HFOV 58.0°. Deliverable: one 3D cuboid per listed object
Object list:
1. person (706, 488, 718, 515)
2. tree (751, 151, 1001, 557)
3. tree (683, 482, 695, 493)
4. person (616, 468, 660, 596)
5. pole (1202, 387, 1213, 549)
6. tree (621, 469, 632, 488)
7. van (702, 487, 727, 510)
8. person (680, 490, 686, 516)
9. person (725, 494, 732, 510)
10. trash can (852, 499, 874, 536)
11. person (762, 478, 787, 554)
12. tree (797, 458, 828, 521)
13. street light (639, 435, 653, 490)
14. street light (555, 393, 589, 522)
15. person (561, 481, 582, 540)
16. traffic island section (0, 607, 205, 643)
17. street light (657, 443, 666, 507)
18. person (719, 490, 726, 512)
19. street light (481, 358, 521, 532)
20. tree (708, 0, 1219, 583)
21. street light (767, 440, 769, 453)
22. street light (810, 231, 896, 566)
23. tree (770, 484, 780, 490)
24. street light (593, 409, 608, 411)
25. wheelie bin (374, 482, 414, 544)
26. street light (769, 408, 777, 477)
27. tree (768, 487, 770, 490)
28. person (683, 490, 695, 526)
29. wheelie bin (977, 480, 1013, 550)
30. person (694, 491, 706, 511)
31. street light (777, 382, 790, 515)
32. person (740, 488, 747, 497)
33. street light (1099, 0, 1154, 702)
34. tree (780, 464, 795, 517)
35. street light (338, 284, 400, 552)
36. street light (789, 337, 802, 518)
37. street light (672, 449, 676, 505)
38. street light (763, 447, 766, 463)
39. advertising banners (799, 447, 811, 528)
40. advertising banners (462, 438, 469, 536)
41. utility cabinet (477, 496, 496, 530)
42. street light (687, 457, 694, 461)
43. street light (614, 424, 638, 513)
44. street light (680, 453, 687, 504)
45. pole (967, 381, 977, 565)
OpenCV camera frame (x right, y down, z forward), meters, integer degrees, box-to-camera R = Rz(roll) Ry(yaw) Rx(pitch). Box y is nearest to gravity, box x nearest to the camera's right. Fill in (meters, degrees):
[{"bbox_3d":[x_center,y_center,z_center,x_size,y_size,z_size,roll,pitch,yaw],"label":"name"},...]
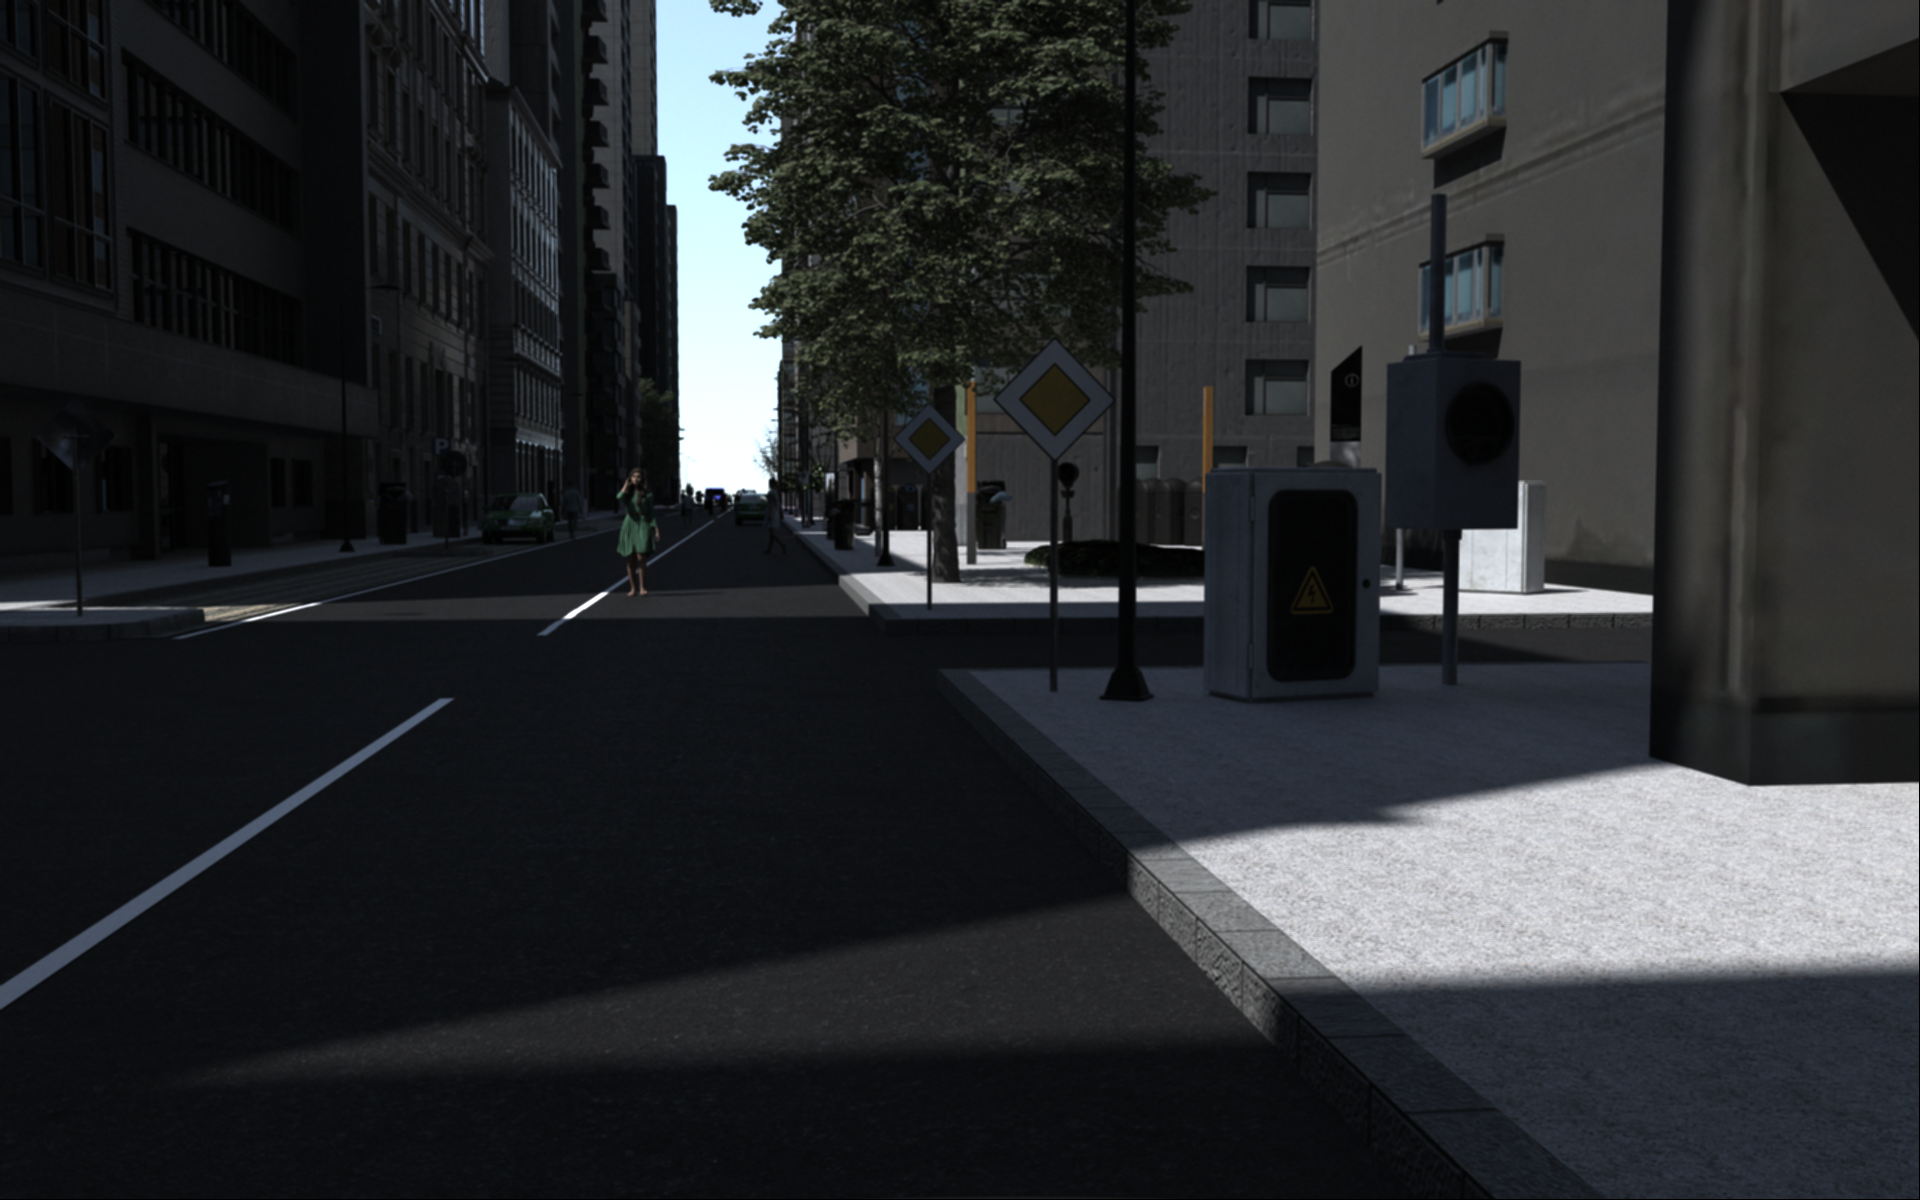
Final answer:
[{"bbox_3d":[-17.379,-6.879,120.975,1.348,1.823,0.705,3,5,44],"label":"person"},{"bbox_3d":[-1.496,-5.190,35.217,4.360,8.622,3.978,0,3,0],"label":"tree"},{"bbox_3d":[-39.360,-15.678,250.934,1.663,3.219,1.824,0,3,0],"label":"tree"},{"bbox_3d":[-4.523,-0.952,24.309,0.600,1.795,0.529,-1,4,-15],"label":"person"},{"bbox_3d":[4.713,-2.392,32.954,0.158,3.312,0.155,0,3,0],"label":"pole"},{"bbox_3d":[-24.869,-8.335,130.879,1.663,3.219,1.824,0,3,0],"label":"tree"},{"bbox_3d":[-22.429,-9.440,158.727,2.240,2.365,5.245,0,4,-5],"label":"van"},{"bbox_3d":[-17.711,-6.275,111.907,0.742,1.727,0.445,0,4,7],"label":"person"},{"bbox_3d":[-20.741,-8.685,153.763,1.065,1.426,0.557,0,4,1],"label":"person"},{"bbox_3d":[-2.993,-2.555,53.433,0.748,1.137,0.748,0,3,0],"label":"trash can"},{"bbox_3d":[-4.400,-2.001,41.316,0.778,1.811,0.616,2,4,35],"label":"person"},{"bbox_3d":[-6.881,-5.437,83.489,1.663,3.219,1.824,0,3,0],"label":"tree"},{"bbox_3d":[-24.701,-9.962,135.412,1.470,5.913,1.316,0,4,-7],"label":"street light"},{"bbox_3d":[-18.010,-6.556,79.737,1.470,5.913,1.316,0,4,-7],"label":"street light"},{"bbox_3d":[-12.326,-2.840,54.796,0.638,1.841,0.748,0,4,7],"label":"person"},{"bbox_3d":[-9.247,0.252,18.157,2.009,0.180,2.903,0,4,-7],"label":"traffic island section"},{"bbox_3d":[-27.223,-11.220,155.982,1.470,5.913,1.316,0,4,-7],"label":"street light"},{"bbox_3d":[-18.690,-7.785,136.344,0.434,1.755,0.990,-2,4,-35],"label":"person"},{"bbox_3d":[-15.622,-5.289,59.017,1.470,5.913,1.316,0,4,-7],"label":"street light"},{"bbox_3d":[0.061,-6.499,24.392,7.486,12.596,7.792,0,3,0],"label":"tree"},{"bbox_3d":[-11.084,-8.272,107.792,1.470,5.913,1.316,0,4,-7],"label":"street light"},{"bbox_3d":[-1.862,-3.558,30.723,1.470,5.913,1.316,0,4,-7],"label":"street light"},{"bbox_3d":[-14.756,-9.307,146.764,1.663,3.219,1.824,0,3,0],"label":"tree"},{"bbox_3d":[-19.858,-7.444,94.247,1.470,5.913,1.316,0,4,-7],"label":"street light"},{"bbox_3d":[-14.450,-2.224,44.270,0.980,1.594,0.693,-2,4,-27],"label":"wheelie bin"},{"bbox_3d":[-9.426,-7.410,93.696,1.470,5.913,1.316,0,4,-7],"label":"street light"},{"bbox_3d":[-21.642,-12.662,201.617,1.663,3.219,1.824,0,3,0],"label":"tree"},{"bbox_3d":[-12.000,-4.059,76.679,0.589,1.601,0.330,1,4,12],"label":"person"},{"bbox_3d":[0.741,-1.971,40.138,0.980,1.594,0.693,1,4,13],"label":"wheelie bin"},{"bbox_3d":[-22.150,-8.465,147.610,1.217,1.736,0.721,-1,4,-13],"label":"person"},{"bbox_3d":[-6.723,-6.076,71.885,1.470,5.913,1.316,0,4,-7],"label":"street light"},{"bbox_3d":[-15.902,-7.236,126.680,0.599,1.838,0.709,1,4,15],"label":"person"},{"bbox_3d":[0.510,-2.330,10.639,1.470,5.913,1.316,0,4,-7],"label":"street light"},{"bbox_3d":[-8.938,-6.169,95.468,1.663,3.219,1.824,0,3,0],"label":"tree"},{"bbox_3d":[-13.093,-4.028,38.393,1.470,5.913,1.316,0,4,-7],"label":"street light"},{"bbox_3d":[-4.223,-4.818,51.312,1.470,5.913,1.316,0,4,-7],"label":"street light"},{"bbox_3d":[-29.575,-12.464,176.326,1.470,5.913,1.316,0,4,-7],"label":"street light"},{"bbox_3d":[-15.986,-10.790,148.949,1.470,5.913,1.316,0,4,-7],"label":"street light"},{"bbox_3d":[-5.844,-4.211,65.043,0.090,3.025,2.074,0,4,7],"label":"advertising banners"},{"bbox_3d":[-15.269,-3.508,53.551,0.090,3.025,2.074,-1,4,-12],"label":"advertising banners"},{"bbox_3d":[-16.898,-3.142,62.531,1.020,1.237,0.306,0,4,5],"label":"utility cabinet"},{"bbox_3d":[-34.540,-14.994,217.685,1.470,5.913,1.316,0,4,-7],"label":"street light"},{"bbox_3d":[-22.290,-8.703,114.828,1.470,5.913,1.316,0,4,-7],"label":"street light"},{"bbox_3d":[-32.118,-13.729,197.002,1.470,5.913,1.316,0,4,-7],"label":"street light"},{"bbox_3d":[0.214,-2.300,31.454,0.158,3.312,0.155,0,3,0],"label":"pole"}]
